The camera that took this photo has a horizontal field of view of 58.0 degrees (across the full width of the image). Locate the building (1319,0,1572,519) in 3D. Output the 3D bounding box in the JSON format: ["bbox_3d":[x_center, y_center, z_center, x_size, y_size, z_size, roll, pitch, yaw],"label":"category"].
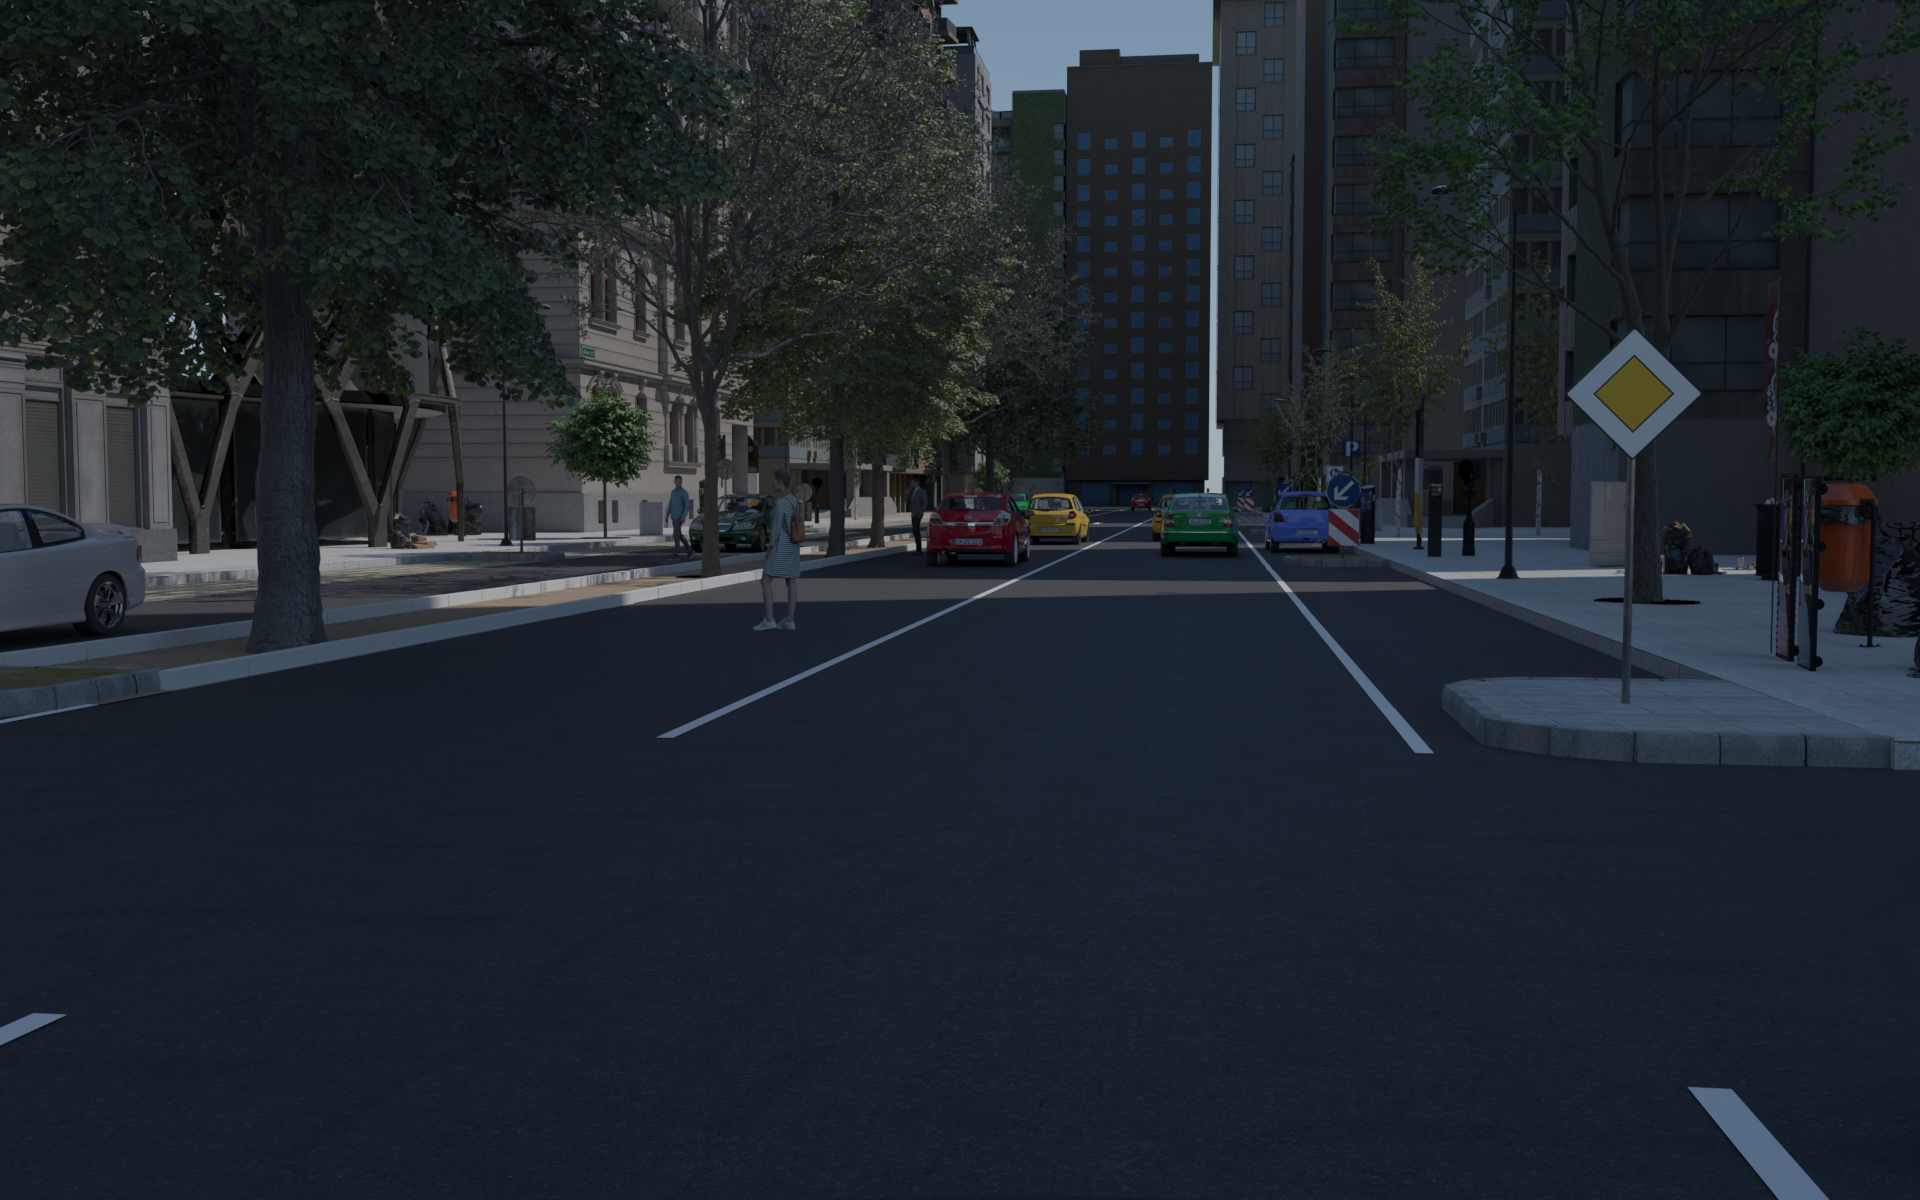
[{"bbox_3d":[39.989,-25.854,114.592,32.217,40.220,23.993,0,4,8],"label":"building"}]

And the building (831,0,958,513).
[{"bbox_3d":[-12.100,-28.953,128.010,22.147,44.769,28.867,0,4,8],"label":"building"}]

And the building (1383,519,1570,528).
[{"bbox_3d":[34.045,-23.106,69.672,32.217,40.220,23.993,0,4,8],"label":"building"}]

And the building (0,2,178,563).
[{"bbox_3d":[-20.912,-10.722,24.452,9.793,20.994,18.267,0,4,8],"label":"building"}]

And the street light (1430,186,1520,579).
[{"bbox_3d":[7.788,-3.282,26.197,1.470,5.913,1.316,0,4,8],"label":"street light"}]

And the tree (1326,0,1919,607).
[{"bbox_3d":[8.080,-5.775,20.177,9.928,11.665,9.643,0,3,0],"label":"tree"}]

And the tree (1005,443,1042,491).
[{"bbox_3d":[5.665,-12.926,161.704,4.360,8.622,3.978,0,3,0],"label":"tree"}]

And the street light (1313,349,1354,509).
[{"bbox_3d":[11.994,-5.071,55.459,1.470,5.913,1.316,0,4,8],"label":"street light"}]

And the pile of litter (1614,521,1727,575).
[{"bbox_3d":[11.441,-0.853,27.905,1.719,0.858,1.176,1,4,23],"label":"pile of litter"}]

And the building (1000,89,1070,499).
[{"bbox_3d":[4.477,-30.328,179.454,14.086,41.232,14.154,0,4,8],"label":"building"}]

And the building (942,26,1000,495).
[{"bbox_3d":[-4.544,-28.861,155.474,14.086,41.232,14.154,0,4,8],"label":"building"}]

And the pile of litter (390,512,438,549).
[{"bbox_3d":[-12.926,-1.649,40.923,1.176,0.858,1.719,0,4,1],"label":"pile of litter"}]

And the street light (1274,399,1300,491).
[{"bbox_3d":[16.051,-6.861,84.717,1.470,5.913,1.316,0,4,8],"label":"street light"}]

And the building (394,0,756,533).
[{"bbox_3d":[-17.043,-17.188,68.418,14.401,28.519,23.554,0,4,8],"label":"building"}]

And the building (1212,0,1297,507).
[{"bbox_3d":[40.164,-36.226,181.528,27.495,52.752,28.713,0,4,8],"label":"building"}]

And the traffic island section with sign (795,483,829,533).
[{"bbox_3d":[-5.856,-3.394,64.123,1.989,1.847,2.006,0,4,8],"label":"traffic island section with sign"}]

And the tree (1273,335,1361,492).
[{"bbox_3d":[16.774,-7.994,81.059,4.360,8.622,3.978,0,3,0],"label":"tree"}]

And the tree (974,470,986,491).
[{"bbox_3d":[1.938,-8.747,137.613,1.663,3.219,1.824,0,3,0],"label":"tree"}]

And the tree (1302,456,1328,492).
[{"bbox_3d":[18.080,-5.763,88.834,1.663,3.219,1.824,0,3,0],"label":"tree"}]

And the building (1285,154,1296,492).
[{"bbox_3d":[35.208,-23.083,149.113,14.160,30.474,14.107,0,4,8],"label":"building"}]

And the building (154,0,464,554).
[{"bbox_3d":[-21.774,-10.761,43.400,16.820,18.784,16.811,0,4,8],"label":"building"}]

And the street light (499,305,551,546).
[{"bbox_3d":[-10.709,-4.289,42.664,1.470,5.913,1.316,0,4,8],"label":"street light"}]

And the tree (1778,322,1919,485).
[{"bbox_3d":[17.215,-3.026,33.185,4.285,4.588,4.351,0,3,0],"label":"tree"}]

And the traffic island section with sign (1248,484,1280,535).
[{"bbox_3d":[11.425,-3.260,61.927,1.989,1.847,2.006,0,4,8],"label":"traffic island section with sign"}]

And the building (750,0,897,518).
[{"bbox_3d":[-20.883,-25.094,102.175,32.217,40.220,23.993,0,4,8],"label":"building"}]

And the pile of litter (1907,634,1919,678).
[{"bbox_3d":[7.536,0.109,12.190,1.719,0.858,1.176,1,4,9],"label":"pile of litter"}]

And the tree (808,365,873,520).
[{"bbox_3d":[-5.366,-8.247,85.196,4.360,8.622,3.978,0,3,0],"label":"tree"}]

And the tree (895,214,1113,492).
[{"bbox_3d":[1.217,-9.182,69.583,9.611,12.733,9.660,0,3,0],"label":"tree"}]

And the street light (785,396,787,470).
[{"bbox_3d":[-6.632,-6.030,71.137,1.470,5.913,1.316,0,4,8],"label":"street light"}]

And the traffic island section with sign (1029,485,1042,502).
[{"bbox_3d":[3.674,-4.777,86.236,2.006,1.907,1.989,0,4,8],"label":"traffic island section with sign"}]

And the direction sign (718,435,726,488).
[{"bbox_3d":[-9.136,-4.555,66.479,0.379,3.537,0.876,-2,4,-26],"label":"direction sign"}]

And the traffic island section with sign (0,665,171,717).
[{"bbox_3d":[-6.912,-0.227,11.844,2.006,1.907,1.989,0,4,8],"label":"traffic island section with sign"}]

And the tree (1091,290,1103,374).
[{"bbox_3d":[-0.453,-8.749,55.869,12.009,13.543,11.850,0,3,0],"label":"tree"}]

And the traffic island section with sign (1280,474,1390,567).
[{"bbox_3d":[7.574,-1.612,34.977,1.989,1.847,2.006,0,4,8],"label":"traffic island section with sign"}]

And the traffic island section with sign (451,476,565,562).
[{"bbox_3d":[-9.667,-1.762,37.433,1.989,1.847,2.006,0,4,8],"label":"traffic island section with sign"}]

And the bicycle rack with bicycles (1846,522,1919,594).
[{"bbox_3d":[12.293,-0.491,21.416,2.925,0.926,2.852,0,4,-6],"label":"bicycle rack with bicycles"}]

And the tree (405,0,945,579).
[{"bbox_3d":[-4.215,-7.099,28.899,12.009,13.543,11.850,0,3,0],"label":"tree"}]

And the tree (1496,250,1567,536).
[{"bbox_3d":[18.119,-6.295,53.285,4.737,8.622,4.395,0,3,0],"label":"tree"}]

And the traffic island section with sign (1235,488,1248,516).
[{"bbox_3d":[18.458,-6.284,111.364,1.989,1.847,2.006,0,4,8],"label":"traffic island section with sign"}]

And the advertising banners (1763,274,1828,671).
[{"bbox_3d":[6.407,-1.050,13.354,0.090,3.025,2.074,1,4,14],"label":"advertising banners"}]

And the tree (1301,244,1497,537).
[{"bbox_3d":[13.176,-6.205,51.814,4.737,8.622,4.395,0,3,0],"label":"tree"}]

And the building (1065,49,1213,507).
[{"bbox_3d":[18.518,-32.264,177.623,14.200,45.320,14.600,0,4,8],"label":"building"}]

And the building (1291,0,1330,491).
[{"bbox_3d":[33.328,-29.634,134.634,14.600,45.320,14.200,0,4,8],"label":"building"}]

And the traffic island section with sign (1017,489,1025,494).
[{"bbox_3d":[5.002,-8.066,140.510,1.989,1.847,2.006,0,4,8],"label":"traffic island section with sign"}]

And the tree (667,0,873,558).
[{"bbox_3d":[-2.799,-7.221,38.655,7.486,12.596,7.792,0,3,0],"label":"tree"}]

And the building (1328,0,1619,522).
[{"bbox_3d":[27.639,-19.923,97.436,14.160,30.474,14.107,0,4,8],"label":"building"}]

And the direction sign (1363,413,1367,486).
[{"bbox_3d":[11.450,-3.485,48.985,0.379,3.537,0.876,1,4,10],"label":"direction sign"}]

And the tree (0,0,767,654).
[{"bbox_3d":[-6.088,-6.498,15.348,9.857,13.997,8.962,0,3,0],"label":"tree"}]

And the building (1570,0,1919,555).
[{"bbox_3d":[21.819,-16.505,41.558,14.160,30.474,14.107,0,4,8],"label":"building"}]

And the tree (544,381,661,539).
[{"bbox_3d":[-10.173,-4.053,49.973,4.285,4.588,4.351,0,3,0],"label":"tree"}]

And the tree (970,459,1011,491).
[{"bbox_3d":[2.494,-9.913,145.792,4.285,4.588,4.351,0,3,0],"label":"tree"}]

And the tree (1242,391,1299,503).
[{"bbox_3d":[23.025,-10.776,126.550,4.737,8.622,4.395,0,3,0],"label":"tree"}]

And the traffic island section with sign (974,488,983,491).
[{"bbox_3d":[1.216,-6.434,113.821,1.989,1.847,2.006,0,4,8],"label":"traffic island section with sign"}]
